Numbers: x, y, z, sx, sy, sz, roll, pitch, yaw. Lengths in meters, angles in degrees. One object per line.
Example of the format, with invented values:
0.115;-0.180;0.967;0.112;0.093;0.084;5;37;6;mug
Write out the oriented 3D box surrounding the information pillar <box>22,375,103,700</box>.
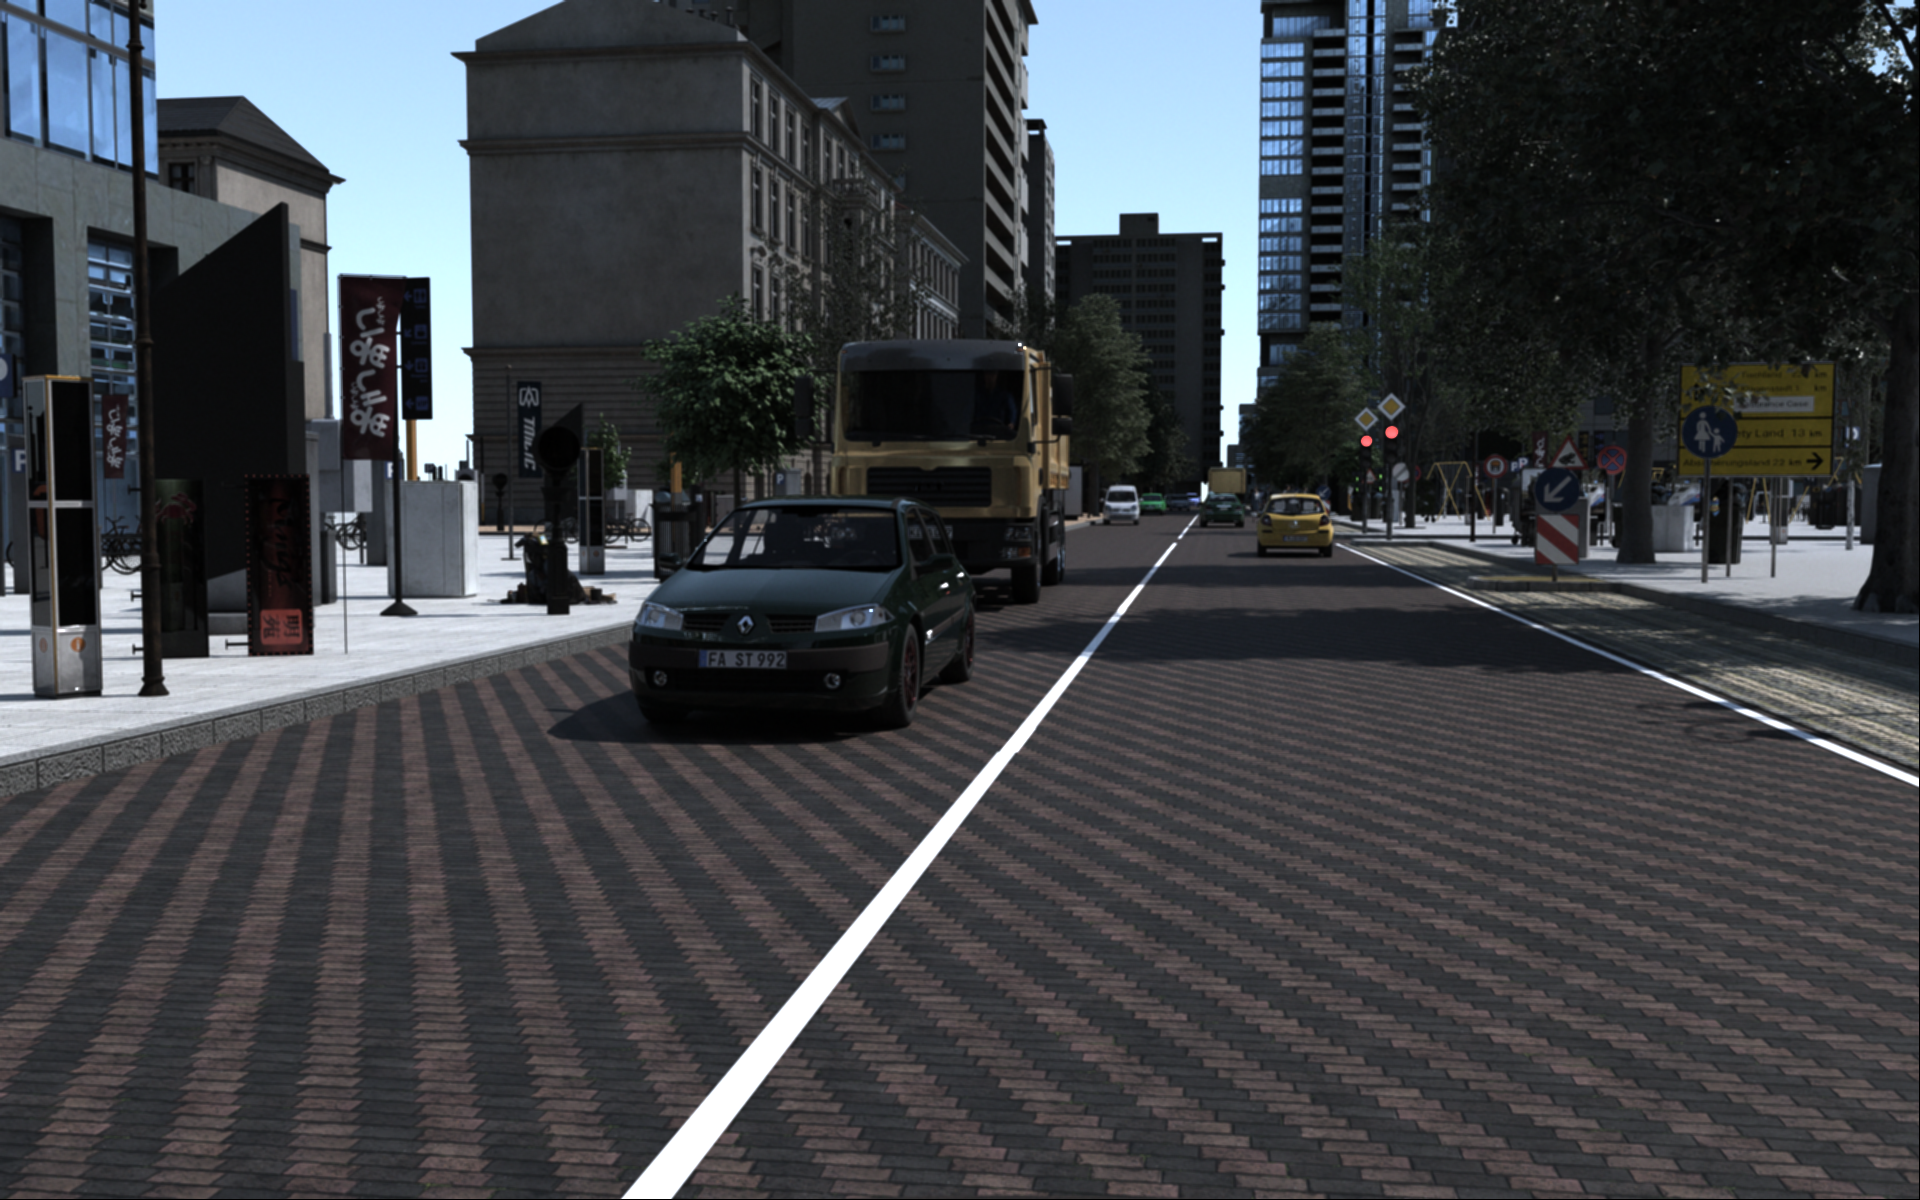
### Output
-5.653;-0.393;10.916;0.304;2.012;0.304;3;4;36;information pillar

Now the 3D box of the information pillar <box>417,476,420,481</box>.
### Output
-22.564;-4.122;71.882;0.304;2.012;0.304;-1;4;-10;information pillar

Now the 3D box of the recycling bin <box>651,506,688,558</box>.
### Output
-5.896;-1.382;35.157;0.722;1.027;0.722;-1;4;-11;recycling bin

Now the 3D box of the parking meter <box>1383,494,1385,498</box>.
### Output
23.654;-5.516;95.900;0.399;1.863;0.255;-1;4;-22;parking meter

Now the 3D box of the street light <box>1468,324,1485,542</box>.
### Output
13.758;-4.497;46.307;0.468;5.910;1.993;1;4;8;street light

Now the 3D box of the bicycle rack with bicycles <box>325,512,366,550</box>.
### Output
-13.629;-1.641;40.206;2.925;0.926;2.852;-1;4;-10;bicycle rack with bicycles

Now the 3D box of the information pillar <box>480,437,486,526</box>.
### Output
-19.502;-4.858;70.775;0.183;3.616;0.504;-1;4;-10;information pillar

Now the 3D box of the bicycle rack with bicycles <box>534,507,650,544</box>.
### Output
-9.723;-1.965;45.504;2.925;0.926;2.852;0;4;-4;bicycle rack with bicycles

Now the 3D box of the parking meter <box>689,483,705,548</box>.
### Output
-6.306;-2.030;41.605;0.372;1.533;0.369;0;3;0;parking meter

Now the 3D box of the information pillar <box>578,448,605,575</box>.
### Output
-5.859;-1.409;27.522;0.304;2.012;0.304;-3;5;-40;information pillar

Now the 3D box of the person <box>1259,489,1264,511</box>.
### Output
26.040;-8.669;150.110;0.599;1.838;0.709;2;4;32;person

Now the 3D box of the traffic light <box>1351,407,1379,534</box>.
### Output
13.060;-4.095;55.875;0.839;4.253;0.868;1;4;8;traffic light

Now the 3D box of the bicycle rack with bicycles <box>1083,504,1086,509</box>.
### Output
6.880;-6.009;111.632;2.852;0.926;2.925;-2;4;-34;bicycle rack with bicycles

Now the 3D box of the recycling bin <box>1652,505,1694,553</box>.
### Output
15.698;-1.567;38.172;0.722;1.027;0.722;3;4;39;recycling bin

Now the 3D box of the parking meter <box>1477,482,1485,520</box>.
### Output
26.246;-4.987;87.250;0.255;1.863;0.399;3;4;37;parking meter

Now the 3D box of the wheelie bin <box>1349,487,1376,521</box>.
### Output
18.814;-4.494;81.386;0.980;1.594;0.693;-1;4;-18;wheelie bin

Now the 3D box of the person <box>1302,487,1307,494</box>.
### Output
19.731;-5.557;99.129;0.755;1.850;0.659;1;4;19;person

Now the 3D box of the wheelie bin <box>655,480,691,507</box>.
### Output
-6.640;-1.963;40.009;0.693;1.594;0.980;1;4;9;wheelie bin

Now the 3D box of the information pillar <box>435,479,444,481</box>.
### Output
-24.952;-4.807;83.083;0.304;2.012;0.304;-3;5;-41;information pillar

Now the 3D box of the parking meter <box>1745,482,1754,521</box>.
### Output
38.008;-4.750;83.372;0.255;1.863;0.399;0;4;1;parking meter

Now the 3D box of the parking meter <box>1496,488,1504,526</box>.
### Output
21.603;-3.731;69.420;0.372;1.533;0.369;0;3;0;parking meter

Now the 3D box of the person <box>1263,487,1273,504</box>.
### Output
20.343;-6.510;114.304;0.648;1.900;0.474;-2;4;-35;person

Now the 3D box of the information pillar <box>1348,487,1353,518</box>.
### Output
21.360;-6.295;94.273;0.504;3.616;0.183;-1;4;-18;information pillar

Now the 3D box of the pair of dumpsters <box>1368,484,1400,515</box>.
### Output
24.789;-6.031;101.102;1.574;2.255;4.437;1;4;8;pair of dumpsters

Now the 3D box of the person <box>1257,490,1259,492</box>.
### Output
26.168;-8.794;152.288;0.705;1.822;1.348;1;4;19;person

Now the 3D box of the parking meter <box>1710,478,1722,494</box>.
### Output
19.492;-2.384;44.682;0.255;1.863;0.399;3;5;44;parking meter

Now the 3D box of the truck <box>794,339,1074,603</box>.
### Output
0.064;-1.778;24.987;3.469;3.379;9.791;0;4;6;truck

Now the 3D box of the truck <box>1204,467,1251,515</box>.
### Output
19.073;-7.813;123.665;3.469;3.379;9.791;1;4;9;truck

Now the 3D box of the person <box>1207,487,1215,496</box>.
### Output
14.821;-5.749;102.355;0.638;1.841;0.748;-1;4;-18;person

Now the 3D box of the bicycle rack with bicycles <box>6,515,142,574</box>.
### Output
-13.985;-0.907;28.212;2.925;0.926;2.852;-1;4;-10;bicycle rack with bicycles

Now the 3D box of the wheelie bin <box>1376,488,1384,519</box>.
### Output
20.943;-4.868;87.505;0.980;1.594;0.693;3;5;41;wheelie bin

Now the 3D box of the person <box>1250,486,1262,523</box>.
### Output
14.895;-4.811;87.191;0.581;1.822;0.654;1;4;11;person

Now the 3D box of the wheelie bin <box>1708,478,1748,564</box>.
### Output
14.119;-1.470;31.940;0.693;1.594;0.980;2;4;32;wheelie bin

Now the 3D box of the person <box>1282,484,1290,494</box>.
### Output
13.588;-3.940;72.768;0.795;1.843;0.661;1;4;21;person

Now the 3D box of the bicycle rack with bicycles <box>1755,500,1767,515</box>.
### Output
47.976;-5.626;105.361;2.925;0.926;2.852;-2;4;-33;bicycle rack with bicycles

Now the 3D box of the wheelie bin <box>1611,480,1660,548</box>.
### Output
15.909;-2.030;41.102;0.693;1.594;0.980;-1;4;-19;wheelie bin

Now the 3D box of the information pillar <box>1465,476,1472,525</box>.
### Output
20.900;-4.069;71.024;0.304;2.012;0.304;0;4;1;information pillar

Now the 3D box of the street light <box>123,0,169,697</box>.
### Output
-5.144;-2.329;10.869;0.468;5.910;1.993;1;4;8;street light

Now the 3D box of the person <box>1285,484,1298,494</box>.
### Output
12.711;-3.520;66.149;0.694;1.812;0.767;1;4;16;person

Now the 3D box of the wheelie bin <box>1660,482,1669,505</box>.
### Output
18.505;-2.308;45.642;0.693;1.594;0.980;0;4;1;wheelie bin

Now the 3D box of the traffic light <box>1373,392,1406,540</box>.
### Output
11.897;-3.612;47.975;0.839;4.253;0.868;1;4;8;traffic light

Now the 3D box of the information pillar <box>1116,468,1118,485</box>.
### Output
10.962;-7.923;120.892;0.183;3.616;0.504;0;4;4;information pillar

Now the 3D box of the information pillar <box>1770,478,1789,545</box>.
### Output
20.851;-2.420;44.060;0.304;2.012;0.304;-2;4;-25;information pillar

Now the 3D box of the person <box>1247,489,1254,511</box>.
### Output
25.007;-8.582;148.439;0.705;1.869;1.348;3;4;38;person

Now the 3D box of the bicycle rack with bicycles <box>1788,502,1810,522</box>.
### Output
39.967;-4.140;81.064;2.852;0.926;2.925;1;4;22;bicycle rack with bicycles

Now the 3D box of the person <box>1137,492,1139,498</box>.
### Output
21.934;-12.462;212.966;1.217;1.736;0.721;-1;4;-18;person

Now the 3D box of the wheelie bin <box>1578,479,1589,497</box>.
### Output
13.098;-1.800;37.339;0.980;1.594;0.693;0;4;-7;wheelie bin

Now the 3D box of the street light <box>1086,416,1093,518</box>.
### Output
6.887;-7.320;92.475;0.468;5.910;1.993;1;4;8;street light

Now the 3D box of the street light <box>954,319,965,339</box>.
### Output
-0.014;-4.474;45.945;0.468;5.910;1.993;1;4;8;street light
